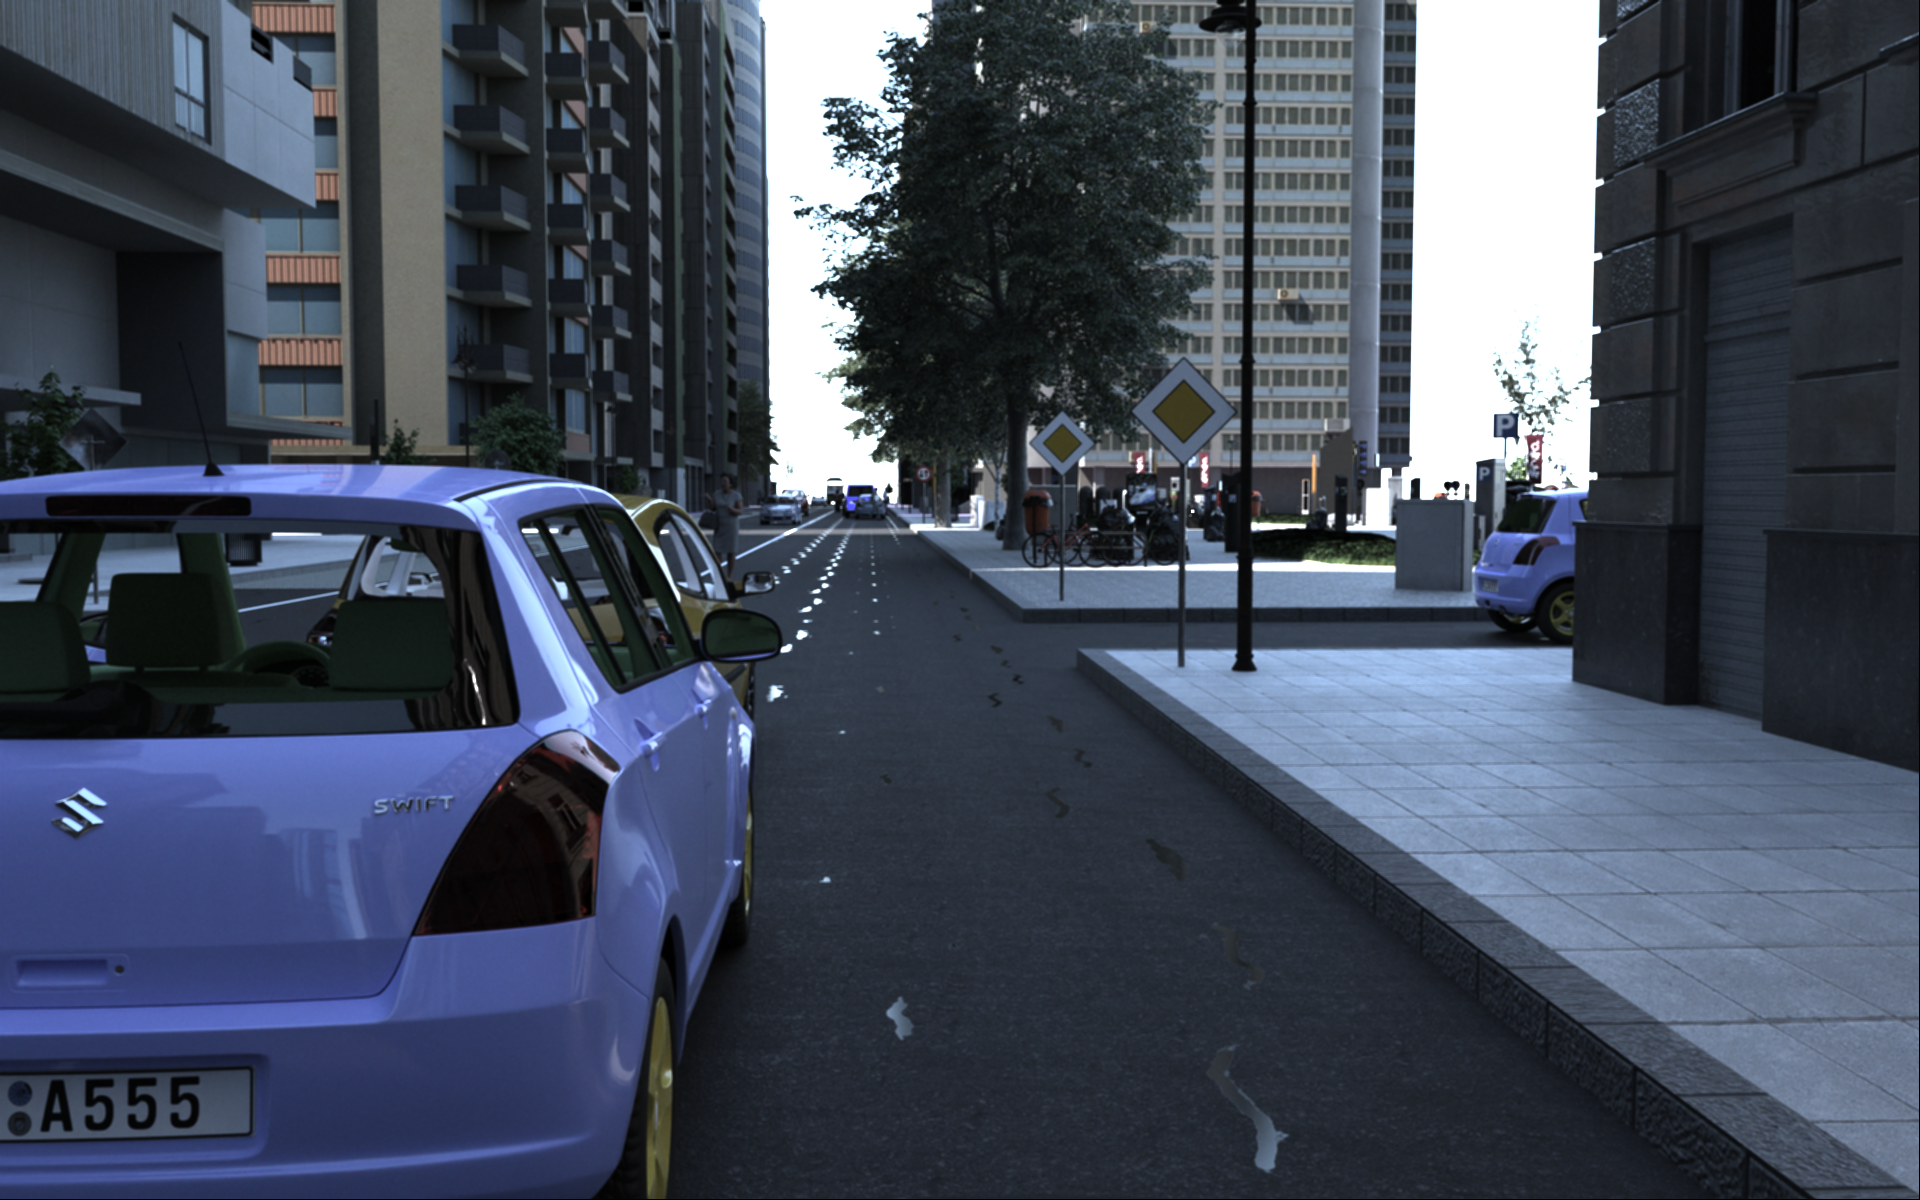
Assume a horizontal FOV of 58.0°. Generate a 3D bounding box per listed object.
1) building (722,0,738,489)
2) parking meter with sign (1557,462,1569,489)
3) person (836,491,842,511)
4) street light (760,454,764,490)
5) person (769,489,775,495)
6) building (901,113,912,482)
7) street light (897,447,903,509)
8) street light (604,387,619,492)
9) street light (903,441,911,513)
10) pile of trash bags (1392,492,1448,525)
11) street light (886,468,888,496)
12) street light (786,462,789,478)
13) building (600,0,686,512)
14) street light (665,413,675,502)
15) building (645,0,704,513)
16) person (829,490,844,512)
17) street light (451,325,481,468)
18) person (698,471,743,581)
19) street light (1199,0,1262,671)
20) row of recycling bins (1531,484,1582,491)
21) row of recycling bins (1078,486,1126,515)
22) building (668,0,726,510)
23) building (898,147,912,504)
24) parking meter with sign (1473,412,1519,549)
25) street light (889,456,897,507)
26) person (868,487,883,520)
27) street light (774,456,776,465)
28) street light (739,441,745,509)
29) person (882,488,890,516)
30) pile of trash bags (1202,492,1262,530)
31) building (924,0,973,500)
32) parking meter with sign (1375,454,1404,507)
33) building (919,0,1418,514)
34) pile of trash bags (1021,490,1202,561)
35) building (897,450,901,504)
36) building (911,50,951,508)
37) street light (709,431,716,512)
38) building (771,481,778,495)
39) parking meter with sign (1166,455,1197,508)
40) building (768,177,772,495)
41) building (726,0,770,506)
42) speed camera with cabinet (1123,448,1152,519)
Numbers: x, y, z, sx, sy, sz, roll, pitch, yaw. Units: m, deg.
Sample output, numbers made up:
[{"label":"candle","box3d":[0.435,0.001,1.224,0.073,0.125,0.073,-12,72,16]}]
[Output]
[{"label":"building","box3d":[-31.395,-32.439,154.077,21.300,48.544,21.600,0,4,-3]},{"label":"parking meter with sign","box3d":[32.758,-5.942,93.405,0.543,3.016,1.738,3,5,41]},{"label":"person","box3d":[-10.026,-8.193,143.258,0.445,1.727,0.742,1,4,22]},{"label":"street light","box3d":[-20.538,-12.675,180.028,0.468,5.910,1.993,0,4,-3]},{"label":"person","box3d":[-13.012,-6.742,119.186,0.568,1.767,0.683,-2,4,-29]},{"label":"building","box3d":[4.444,-33.179,197.100,22.147,44.769,28.867,0,4,-3]},{"label":"street light","box3d":[-4.791,-10.469,143.952,0.468,5.910,1.993,0,4,-3]},{"label":"street light","box3d":[-15.021,-6.250,74.969,0.468,5.910,1.993,0,4,-3]},{"label":"street light","box3d":[-3.372,-8.775,116.253,0.468,5.910,1.993,0,4,-3]},{"label":"pile of trash bags","box3d":[18.912,-3.784,71.618,3.447,1.369,1.912,-3,4,-36]},{"label":"street light","box3d":[-9.202,-15.564,227.261,0.468,5.910,1.993,0,4,-3]},{"label":"street light","box3d":[-23.323,-16.010,234.548,0.468,5.910,1.993,0,4,-3]},{"label":"building","box3d":[-24.113,-20.211,102.151,14.160,30.474,14.107,0,4,-3]},{"label":"street light","box3d":[-16.201,-7.594,96.953,0.468,5.910,1.993,0,4,-3]},{"label":"building","box3d":[-28.507,-41.597,118.364,20.563,71.187,20.611,0,4,-3]},{"label":"person","box3d":[-9.583,-7.678,134.745,1.217,1.736,0.721,-1,4,-16]},{"label":"street light","box3d":[-13.486,-4.563,47.397,0.468,5.910,1.993,0,4,-3]},{"label":"person","box3d":[-3.744,-1.103,26.899,0.716,1.782,0.532,1,4,13]},{"label":"street light","box3d":[2.070,-2.425,12.433,0.468,5.910,1.993,0,4,-3]},{"label":"row of recycling bins","box3d":[24.036,-3.953,71.738,3.534,1.692,1.069,-1,4,-9]},{"label":"row of recycling bins","box3d":[7.095,-5.134,91.052,3.534,1.692,1.069,0,4,7]},{"label":"building","box3d":[-26.006,-27.716,136.749,14.154,41.232,14.086,0,4,-3]},{"label":"building","box3d":[-0.821,-34.798,219.064,14.600,45.320,14.200,0,4,-3]},{"label":"parking meter with sign","box3d":[11.167,-2.464,36.543,0.543,3.016,1.738,3,5,39]},{"label":"street light","box3d":[-7.728,-13.884,199.783,0.468,5.910,1.993,0,4,-3]},{"label":"person","box3d":[-4.637,-5.259,94.591,0.850,1.850,0.679,1,4,11]},{"label":"street light","box3d":[-22.002,-14.334,207.143,0.468,5.910,1.993,0,4,-3]},{"label":"street light","box3d":[-18.994,-10.933,151.543,0.468,5.910,1.993,0,4,-3]},{"label":"person","box3d":[-4.816,-6.475,114.230,0.599,1.838,0.709,1,4,22]},{"label":"pile of trash bags","box3d":[9.649,-3.262,63.085,1.912,1.369,3.447,-3,4,-38]},{"label":"building","box3d":[10.850,-33.868,142.987,28.713,52.752,27.495,0,4,-3]},{"label":"parking meter with sign","box3d":[18.858,-4.814,74.973,1.738,3.016,0.543,1,4,22]},{"label":"building","box3d":[13.519,-26.046,117.740,32.217,40.220,23.993,0,4,-3]},{"label":"pile of trash bags","box3d":[2.889,-1.501,34.294,3.447,1.369,1.912,1,4,15]},{"label":"building","box3d":[5.242,-24.257,241.648,27.650,21.520,28.899,0,4,-3]},{"label":"building","box3d":[2.407,-29.374,163.852,14.154,41.232,14.086,0,4,-3]},{"label":"street light","box3d":[-17.692,-9.267,124.310,0.468,5.910,1.993,0,4,-3]},{"label":"building","box3d":[-40.988,-33.062,232.445,32.217,40.220,23.993,0,4,-3]},{"label":"parking meter with sign","box3d":[9.948,-5.038,78.639,0.543,3.016,1.738,-2,4,-34]},{"label":"building","box3d":[-30.830,-32.428,213.786,14.154,41.232,14.086,0,4,-3]},{"label":"building","box3d":[-32.605,-39.757,192.027,21.231,58.520,28.212,0,4,-3]},{"label":"speed camera with cabinet","box3d":[7.799,-4.956,75.366,0.660,3.252,2.038,-1,4,-22]}]
